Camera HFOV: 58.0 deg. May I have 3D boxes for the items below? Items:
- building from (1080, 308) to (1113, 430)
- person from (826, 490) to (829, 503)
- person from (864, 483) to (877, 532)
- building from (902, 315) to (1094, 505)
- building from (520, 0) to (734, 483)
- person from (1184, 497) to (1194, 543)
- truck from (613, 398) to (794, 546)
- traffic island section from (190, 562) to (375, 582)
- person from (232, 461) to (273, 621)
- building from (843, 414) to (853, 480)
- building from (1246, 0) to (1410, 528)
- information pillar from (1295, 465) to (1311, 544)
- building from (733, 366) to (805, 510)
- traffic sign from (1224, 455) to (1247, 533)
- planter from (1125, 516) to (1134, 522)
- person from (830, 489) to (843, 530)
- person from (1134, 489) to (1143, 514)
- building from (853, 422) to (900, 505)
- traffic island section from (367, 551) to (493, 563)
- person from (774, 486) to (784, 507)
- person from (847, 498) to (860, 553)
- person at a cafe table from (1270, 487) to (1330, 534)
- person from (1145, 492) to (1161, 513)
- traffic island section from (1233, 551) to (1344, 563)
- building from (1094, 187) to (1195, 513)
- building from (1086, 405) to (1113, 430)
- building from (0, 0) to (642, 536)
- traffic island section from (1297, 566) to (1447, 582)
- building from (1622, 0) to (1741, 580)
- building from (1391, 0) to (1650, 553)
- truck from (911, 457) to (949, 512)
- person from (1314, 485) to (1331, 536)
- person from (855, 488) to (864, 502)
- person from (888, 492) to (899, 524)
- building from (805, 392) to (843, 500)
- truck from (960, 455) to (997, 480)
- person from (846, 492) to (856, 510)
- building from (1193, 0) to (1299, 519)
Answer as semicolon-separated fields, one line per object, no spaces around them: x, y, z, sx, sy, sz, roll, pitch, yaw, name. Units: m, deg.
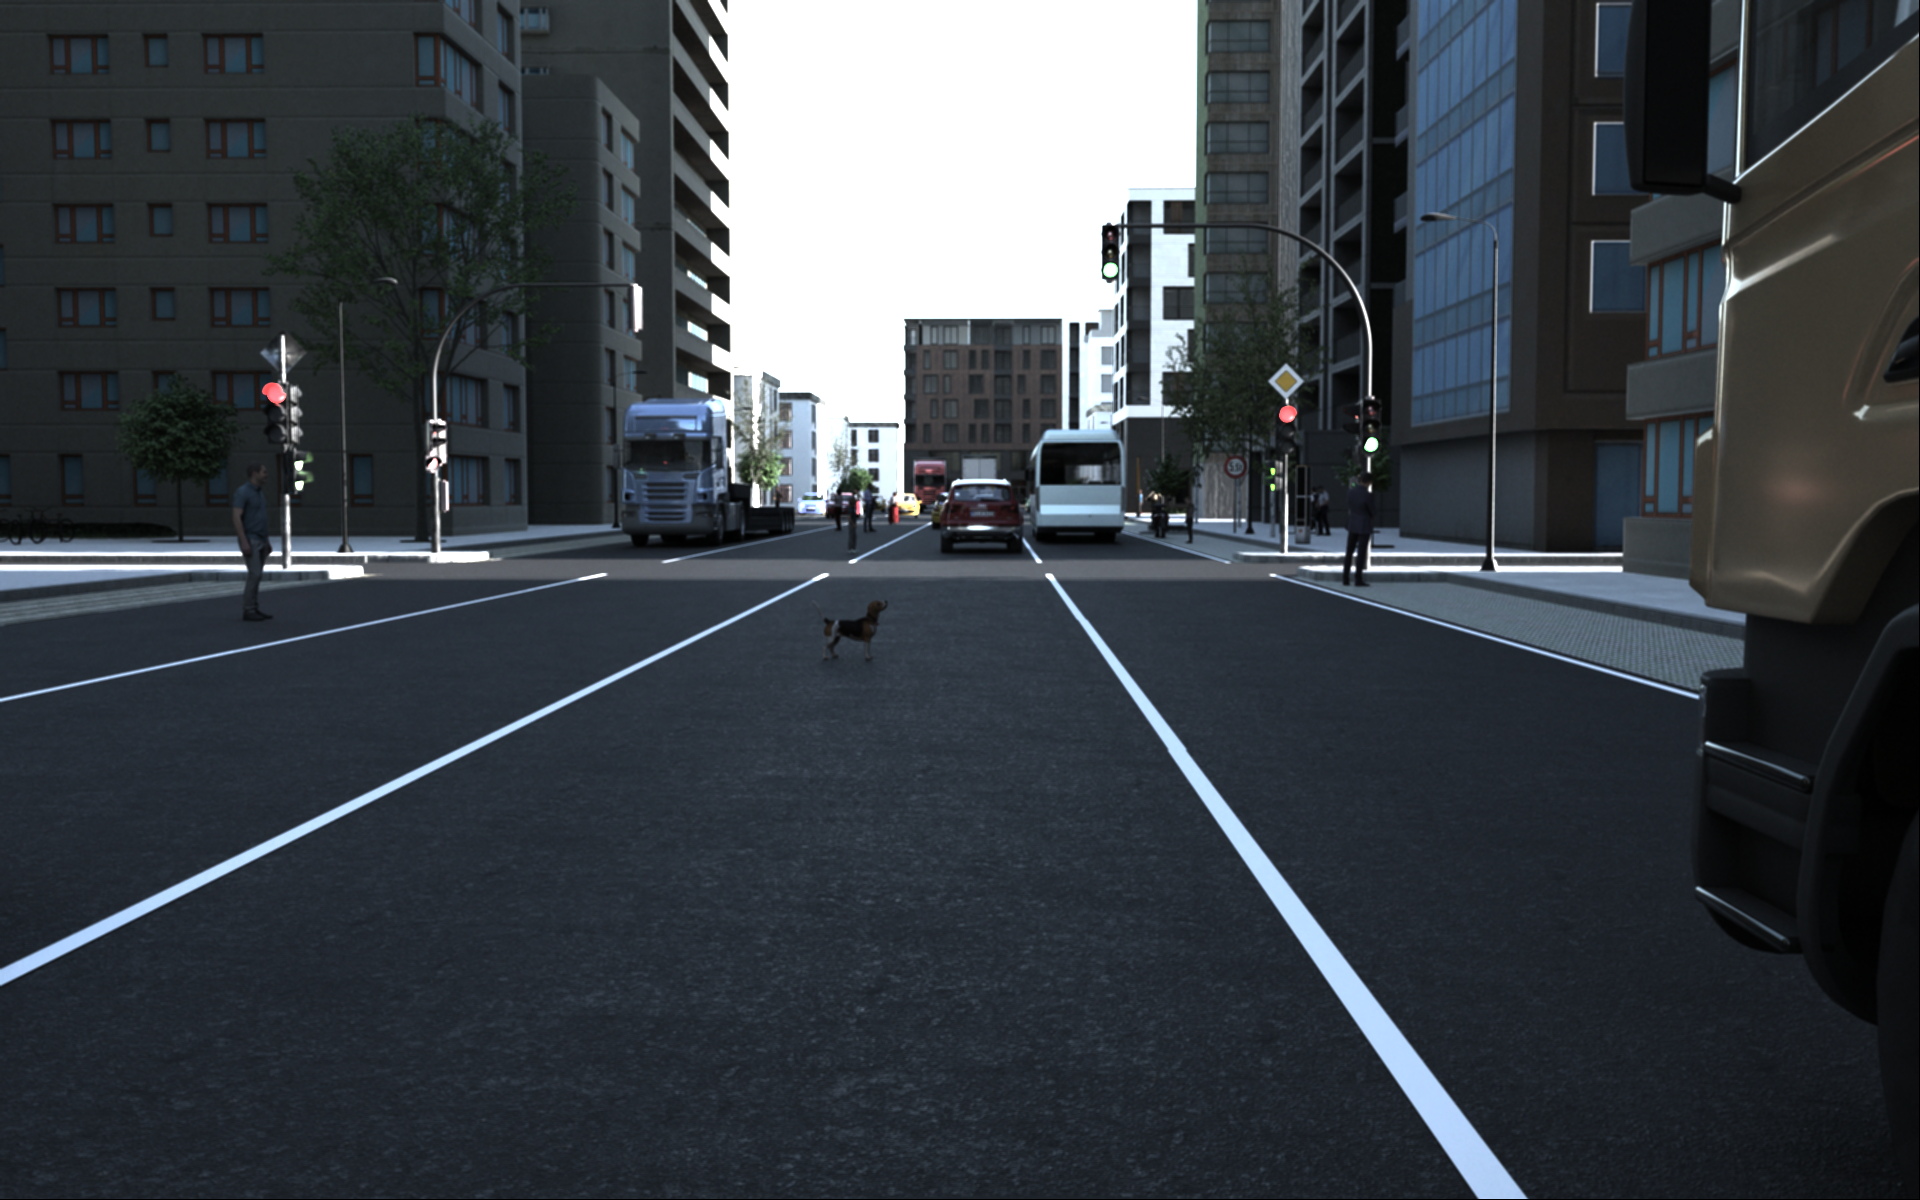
20.731;-19.902;181.819;16.016;20.091;11.380;0;4;1;building
-13.658;-10.487;178.169;0.621;1.740;0.551;-1;4;-20;person
-3.340;-3.505;65.675;0.599;1.838;0.709;2;4;24;person
9.836;-22.463;211.237;32.646;21.610;27.936;0;4;1;building
-25.317;-29.090;99.322;21.300;48.544;21.600;0;4;1;building
6.656;-2.319;50.329;0.340;1.345;0.435;-2;4;-26;person
-7.585;-3.966;54.606;2.967;4.110;18.799;0;4;2;truck
-11.543;-0.451;29.656;2.009;0.180;2.903;0;4;1;traffic island section
-8.044;-0.682;19.784;0.434;1.807;0.598;1;4;14;person
-26.059;-14.765;183.553;28.070;9.664;9.099;0;4;1;building
23.350;-38.529;68.196;20.563;71.187;20.611;0;4;1;building
8.832;-2.451;44.567;0.304;2.012;0.304;2;4;35;information pillar
-17.664;-11.326;127.329;9.099;9.664;28.070;0;4;1;building
9.012;-3.462;56.714;0.768;2.556;0.104;0;4;4;traffic sign
7.903;-4.169;89.309;1.991;0.319;1.994;0;4;1;planter
-4.866;-3.573;68.373;0.517;1.644;0.566;0;4;-5;person
11.563;-6.346;111.672;0.662;1.594;0.647;3;5;42;person
-21.259;-15.894;202.015;28.070;9.664;9.099;0;4;1;building
-11.403;-0.939;37.640;2.009;0.180;2.903;0;4;1;traffic island section
-12.304;-6.782;117.064;0.705;1.807;1.348;1;4;21;person
-2.592;-1.825;42.249;0.340;1.345;0.435;-1;4;-11;person
11.277;-2.924;56.322;1.698;1.524;1.622;-2;4;-31;person at a cafe table
12.928;-6.682;115.297;1.348;1.823;0.705;-2;4;-33;person
6.995;-0.919;37.314;2.009;0.180;2.903;0;4;1;traffic island section
25.384;-17.598;131.694;27.936;21.610;32.646;0;4;1;building
17.136;-13.478;162.510;9.099;9.664;28.070;0;4;1;building
-28.916;-13.538;66.393;27.650;21.520;28.899;0;4;1;building
6.855;-0.431;29.330;2.009;0.180;2.903;0;4;1;traffic island section
24.492;-10.288;13.241;27.650;21.520;28.899;0;4;1;building
19.668;-24.032;43.030;14.200;45.320;14.600;0;4;1;building
-2.343;-8.928;134.882;2.839;4.237;11.283;0;4;-1;truck
11.183;-2.758;53.356;0.590;1.554;0.614;-1;4;-10;person
-7.183;-6.802;119.726;1.348;1.823;0.705;2;4;28;person
-3.144;-4.344;81.991;0.523;1.526;0.387;0;4;-8;person
-16.498;-13.078;155.964;9.099;9.664;28.070;0;4;1;building
1.423;-8.672;130.706;2.839;4.237;11.283;0;3;0;truck
-6.206;-5.395;99.077;0.546;1.535;0.453;-1;4;-19;person
19.682;-25.131;94.479;14.154;41.232;14.086;0;4;1;building
